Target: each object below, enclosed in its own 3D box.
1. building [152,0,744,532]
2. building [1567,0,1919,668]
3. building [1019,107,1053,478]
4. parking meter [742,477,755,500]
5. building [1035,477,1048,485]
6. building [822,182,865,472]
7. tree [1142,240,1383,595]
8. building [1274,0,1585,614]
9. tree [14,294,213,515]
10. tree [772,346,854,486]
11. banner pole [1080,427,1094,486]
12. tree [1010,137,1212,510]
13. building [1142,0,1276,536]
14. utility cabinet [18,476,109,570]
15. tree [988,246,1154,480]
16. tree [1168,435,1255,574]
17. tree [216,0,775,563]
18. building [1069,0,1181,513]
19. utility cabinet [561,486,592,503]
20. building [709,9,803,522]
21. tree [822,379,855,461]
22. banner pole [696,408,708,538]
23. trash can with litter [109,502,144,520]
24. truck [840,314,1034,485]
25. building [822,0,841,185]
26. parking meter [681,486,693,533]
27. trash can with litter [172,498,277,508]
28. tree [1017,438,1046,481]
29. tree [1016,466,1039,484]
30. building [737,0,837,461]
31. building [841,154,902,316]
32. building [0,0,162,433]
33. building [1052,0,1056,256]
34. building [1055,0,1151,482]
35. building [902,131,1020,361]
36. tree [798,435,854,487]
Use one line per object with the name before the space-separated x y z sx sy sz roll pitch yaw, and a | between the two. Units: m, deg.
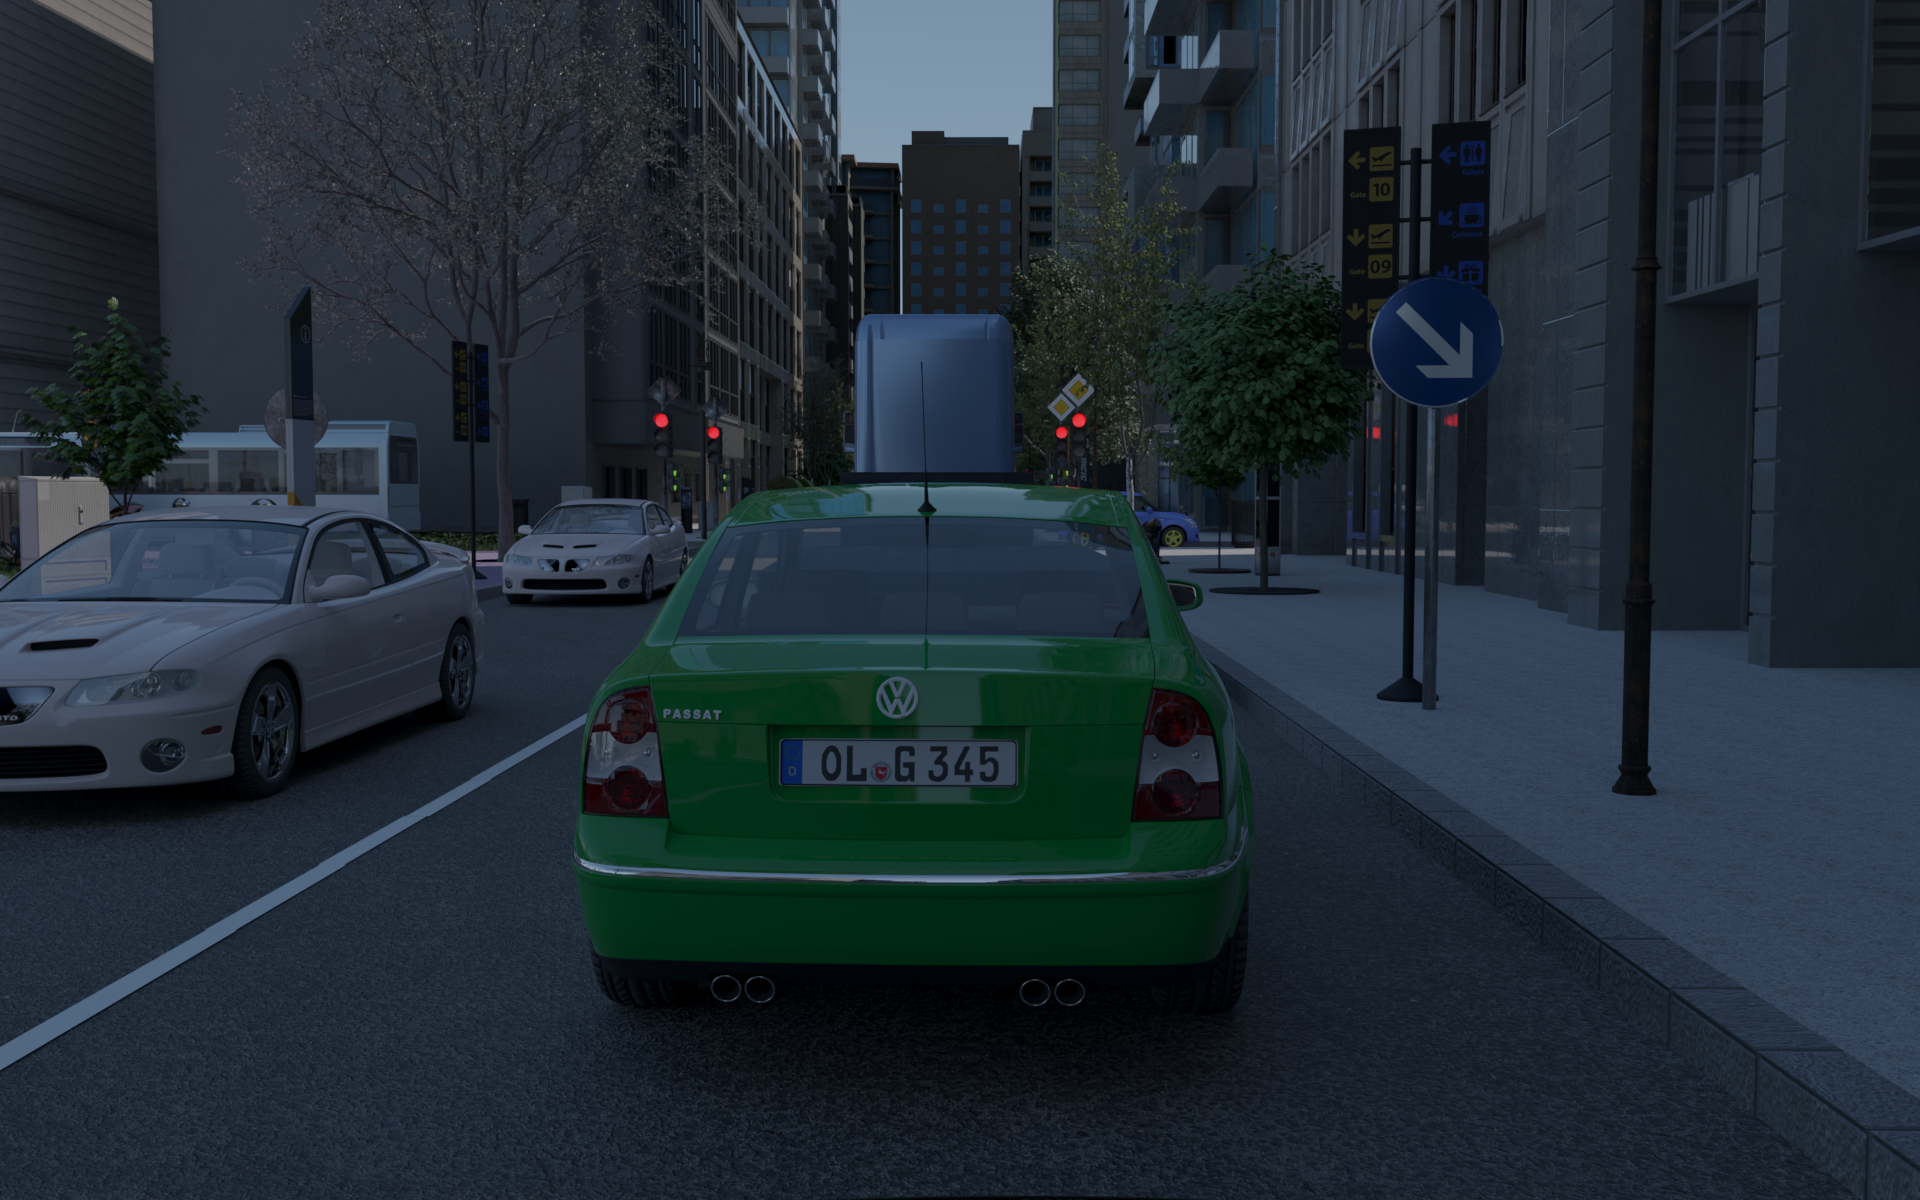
building | -16.441 -16.446 62.406 14.314 27.812 24.014 0 4 0
building | 11.260 -13.699 1.479 11.434 29.767 29.804 0 4 0
building | 18.117 -36.485 220.223 21.600 48.544 21.300 0 4 0
parking meter | -7.104 -3.207 58.144 0.399 1.863 0.255 1 4 18
building | 24.221 -30.059 183.348 32.217 40.220 23.993 0 4 0
building | -16.320 -23.826 161.255 14.160 30.474 14.107 0 4 0
tree | 4.060 -2.376 22.567 4.285 4.588 4.351 0 3 0
building | 12.581 -12.747 26.441 12.078 24.808 19.932 0 4 0
tree | -8.322 -1.366 16.932 1.663 3.219 1.824 0 3 0
tree | -7.474 -8.334 86.630 4.360 8.622 3.978 0 3 0
banner pole | 4.791 -4.580 64.904 0.863 3.779 0.401 0 4 -2
tree | 3.475 -5.219 35.691 4.737 8.622 4.395 0 3 0
building | 21.766 -26.968 60.529 30.456 49.044 23.786 0 4 0
utility cabinet | -11.317 -0.811 21.945 0.318 1.500 1.173 1 4 16
tree | 4.341 -9.980 80.175 9.611 12.733 9.660 0 3 0
tree | 4.214 -2.067 28.398 1.663 3.219 1.824 0 3 0
tree | -8.708 -7.459 32.319 12.009 13.543 11.850 0 3 0
building | 18.209 -48.123 99.486 22.319 86.520 31.000 0 4 0
utility cabinet | -10.685 -2.428 48.376 0.318 1.500 1.173 -3 5 -43
building | -19.648 -17.576 91.885 19.350 26.468 34.151 0 4 0
tree | -7.192 -9.871 111.757 4.737 8.622 4.395 0 3 0
banner pole | -7.530 -3.705 50.589 0.401 3.779 0.863 0 4 -6
trash can with litter | -12.066 -0.805 24.544 1.055 1.170 0.624 2 4 24
truck | -0.259 -1.861 20.186 2.967 4.110 18.799 0 4 -1
building | -24.737 -53.286 183.891 31.000 86.520 22.319 0 4 0
parking meter | -8.922 -2.944 56.550 0.372 1.533 0.369 0 3 0
trash can with litter | -11.247 -0.981 27.100 1.678 1.210 2.233 1 4 20
tree | 4.128 -14.599 156.818 7.486 12.596 7.792 0 3 0
tree | 4.031 -6.745 104.889 1.663 3.219 1.824 0 3 0
building | -21.646 -31.717 138.184 23.786 49.044 30.456 0 4 0
building | -21.812 -34.677 221.589 28.867 44.769 22.147 0 4 0
building | -40.091 -16.483 56.883 23.554 28.519 14.401 0 4 0
building | 18.854 -37.601 156.781 21.231 58.520 28.212 0 4 0
building | 14.394 -27.670 135.994 14.154 41.232 14.086 0 4 0
building | 0.150 -34.652 216.676 14.200 45.320 14.600 0 4 0
tree | -7.365 -6.912 96.717 4.285 4.588 4.351 0 3 0
